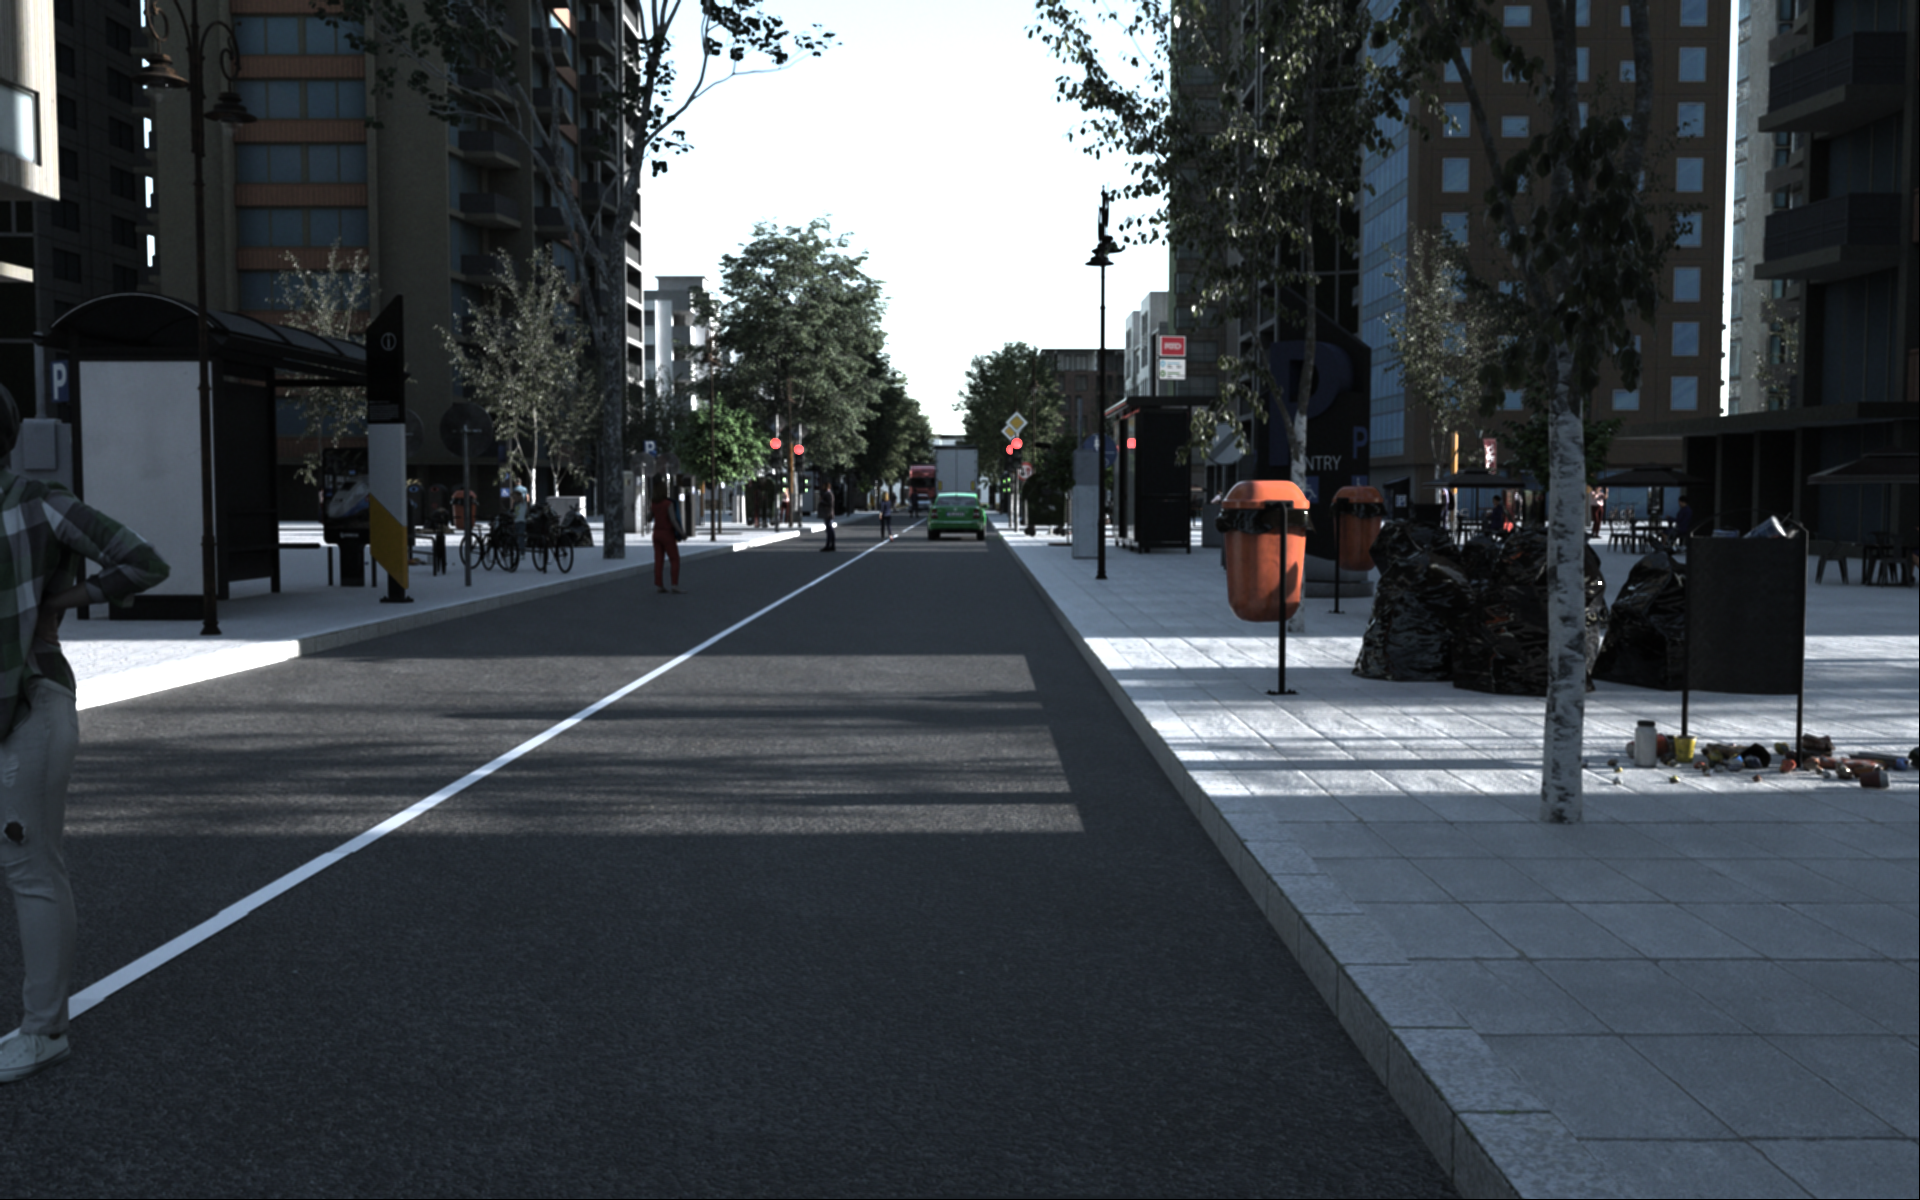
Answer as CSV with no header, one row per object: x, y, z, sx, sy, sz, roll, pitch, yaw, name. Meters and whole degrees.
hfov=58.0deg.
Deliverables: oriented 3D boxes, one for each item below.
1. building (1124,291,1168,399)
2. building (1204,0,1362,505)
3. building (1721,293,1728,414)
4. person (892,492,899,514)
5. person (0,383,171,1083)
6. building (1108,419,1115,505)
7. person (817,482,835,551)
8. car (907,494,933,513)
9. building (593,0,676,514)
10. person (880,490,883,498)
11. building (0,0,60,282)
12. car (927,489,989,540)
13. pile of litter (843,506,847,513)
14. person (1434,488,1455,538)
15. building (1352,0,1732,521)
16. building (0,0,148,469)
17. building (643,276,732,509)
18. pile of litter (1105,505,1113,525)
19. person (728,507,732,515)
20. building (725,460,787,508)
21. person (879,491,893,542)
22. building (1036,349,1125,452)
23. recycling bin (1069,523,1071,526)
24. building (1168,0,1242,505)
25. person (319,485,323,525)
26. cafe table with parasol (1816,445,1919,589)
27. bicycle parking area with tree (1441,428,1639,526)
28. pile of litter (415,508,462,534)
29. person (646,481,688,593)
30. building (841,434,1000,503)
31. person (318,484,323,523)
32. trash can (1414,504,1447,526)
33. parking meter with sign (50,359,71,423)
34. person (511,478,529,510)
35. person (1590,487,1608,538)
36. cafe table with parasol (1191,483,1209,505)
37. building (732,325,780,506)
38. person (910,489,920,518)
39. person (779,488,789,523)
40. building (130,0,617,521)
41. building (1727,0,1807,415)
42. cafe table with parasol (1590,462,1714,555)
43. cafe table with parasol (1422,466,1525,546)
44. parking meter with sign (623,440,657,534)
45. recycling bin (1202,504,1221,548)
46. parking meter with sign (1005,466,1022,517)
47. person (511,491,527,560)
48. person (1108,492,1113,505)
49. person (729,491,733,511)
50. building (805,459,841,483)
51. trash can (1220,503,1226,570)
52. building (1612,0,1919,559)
24.919,-17.920,159.451,16.747,18.905,31.486,0,4,0,building
27.117,-40.939,107.613,20.563,71.187,20.611,0,4,0,building
61.629,-21.177,190.226,32.646,21.610,27.936,0,4,0,building
-4.704,-7.038,125.783,0.471,1.553,0.569,0,4,1,person
-2.413,0.299,4.336,0.841,1.734,0.376,2,4,24,person
21.361,-15.141,189.701,9.099,9.664,28.070,0,4,0,building
-3.360,-2.081,43.339,0.431,1.722,0.655,0,4,8,person
-3.030,-7.294,131.253,2.014,1.417,4.499,0,4,-1,car
-30.694,-41.594,118.320,20.563,71.187,20.611,0,4,0,building
-9.187,-12.140,204.620,0.705,1.814,1.350,2,4,34,person
-35.663,-26.908,29.182,27.495,52.752,28.713,0,4,0,building
-0.072,-2.850,55.396,1.959,1.807,4.718,0,4,2,car
-8.359,-6.351,117.810,1.719,0.858,1.176,-3,5,-43,pile of litter
13.941,-2.627,49.810,0.655,1.722,0.431,-2,4,-33,person
28.272,-26.679,86.317,14.200,45.320,14.600,0,4,0,building
-57.392,-39.807,89.098,20.611,71.187,20.563,0,4,0,building
-28.531,-17.831,147.961,16.016,20.091,11.380,0,4,0,building
6.028,-3.932,78.258,1.719,0.858,1.176,-1,4,-11,pile of litter
-13.814,-5.550,105.073,0.655,0.850,0.859,2,4,25,person
-34.093,-15.789,200.297,28.070,9.664,9.099,0,4,0,building
-2.211,-2.523,52.287,0.613,1.512,0.480,3,5,42,person
27.773,-25.055,253.628,32.646,21.610,27.936,0,4,0,building
4.748,-3.495,69.703,0.722,1.027,0.722,2,4,24,recycling bin
22.989,-27.555,134.126,14.154,41.232,14.086,0,4,0,building
-26.465,-3.967,72.359,0.566,1.644,0.517,0,4,7,person
13.020,-1.188,24.285,2.610,1.966,2.610,-1,4,-14,cafe table with parasol
24.647,-5.301,73.677,8.231,4.147,9.016,3,4,39,bicycle parking area with tree
-16.850,-2.556,55.760,1.719,0.858,1.176,2,4,25,pile of litter
-4.255,-0.914,25.143,0.444,1.614,0.593,-2,4,-35,person
-2.695,-18.519,244.936,28.070,9.664,9.099,0,4,0,building
-28.430,-4.319,77.471,0.431,1.722,0.655,0,4,6,person
6.824,-0.859,25.701,0.748,1.137,0.748,0,3,0,trash can
-11.170,-1.653,23.295,0.543,3.016,1.738,3,5,40,parking meter with sign
-14.424,-3.092,56.720,0.598,1.807,0.434,-2,4,-35,person
18.499,-2.609,50.154,0.517,1.644,0.566,2,4,26,person
14.366,-6.267,107.328,2.610,1.966,2.610,-1,4,-18,cafe table with parasol
-27.715,-20.300,188.329,16.016,20.091,11.380,0,4,0,building
-2.734,-5.860,105.229,0.541,1.710,0.530,3,4,38,person
-7.664,-4.168,75.654,0.566,1.644,0.517,-3,5,-44,person
-31.199,-26.867,93.896,22.147,44.769,28.867,0,4,0,building
58.634,-28.930,92.622,30.456,49.044,23.786,0,4,0,building
14.874,-1.981,37.254,2.610,1.966,2.610,1,4,11,cafe table with parasol
12.562,-2.300,42.474,2.610,1.966,2.610,-3,4,-38,cafe table with parasol
-10.672,-3.693,56.641,1.738,3.016,0.543,3,5,41,parking meter with sign
6.321,-1.787,41.774,0.722,1.027,0.722,-3,5,-44,recycling bin
3.463,-6.191,97.478,1.738,3.016,0.543,2,4,25,parking meter with sign
-8.642,-1.468,33.956,0.435,1.345,0.340,3,5,42,person
14.677,-9.850,167.069,1.348,1.826,0.705,0,4,2,person
-17.334,-7.551,131.764,0.388,1.546,0.482,2,4,29,person
-32.602,-23.355,248.318,31.486,18.905,16.747,0,4,0,building
4.566,-0.994,27.906,0.748,1.137,0.748,0,3,0,trash can
27.445,-22.904,29.098,22.147,44.769,28.867,0,4,0,building
